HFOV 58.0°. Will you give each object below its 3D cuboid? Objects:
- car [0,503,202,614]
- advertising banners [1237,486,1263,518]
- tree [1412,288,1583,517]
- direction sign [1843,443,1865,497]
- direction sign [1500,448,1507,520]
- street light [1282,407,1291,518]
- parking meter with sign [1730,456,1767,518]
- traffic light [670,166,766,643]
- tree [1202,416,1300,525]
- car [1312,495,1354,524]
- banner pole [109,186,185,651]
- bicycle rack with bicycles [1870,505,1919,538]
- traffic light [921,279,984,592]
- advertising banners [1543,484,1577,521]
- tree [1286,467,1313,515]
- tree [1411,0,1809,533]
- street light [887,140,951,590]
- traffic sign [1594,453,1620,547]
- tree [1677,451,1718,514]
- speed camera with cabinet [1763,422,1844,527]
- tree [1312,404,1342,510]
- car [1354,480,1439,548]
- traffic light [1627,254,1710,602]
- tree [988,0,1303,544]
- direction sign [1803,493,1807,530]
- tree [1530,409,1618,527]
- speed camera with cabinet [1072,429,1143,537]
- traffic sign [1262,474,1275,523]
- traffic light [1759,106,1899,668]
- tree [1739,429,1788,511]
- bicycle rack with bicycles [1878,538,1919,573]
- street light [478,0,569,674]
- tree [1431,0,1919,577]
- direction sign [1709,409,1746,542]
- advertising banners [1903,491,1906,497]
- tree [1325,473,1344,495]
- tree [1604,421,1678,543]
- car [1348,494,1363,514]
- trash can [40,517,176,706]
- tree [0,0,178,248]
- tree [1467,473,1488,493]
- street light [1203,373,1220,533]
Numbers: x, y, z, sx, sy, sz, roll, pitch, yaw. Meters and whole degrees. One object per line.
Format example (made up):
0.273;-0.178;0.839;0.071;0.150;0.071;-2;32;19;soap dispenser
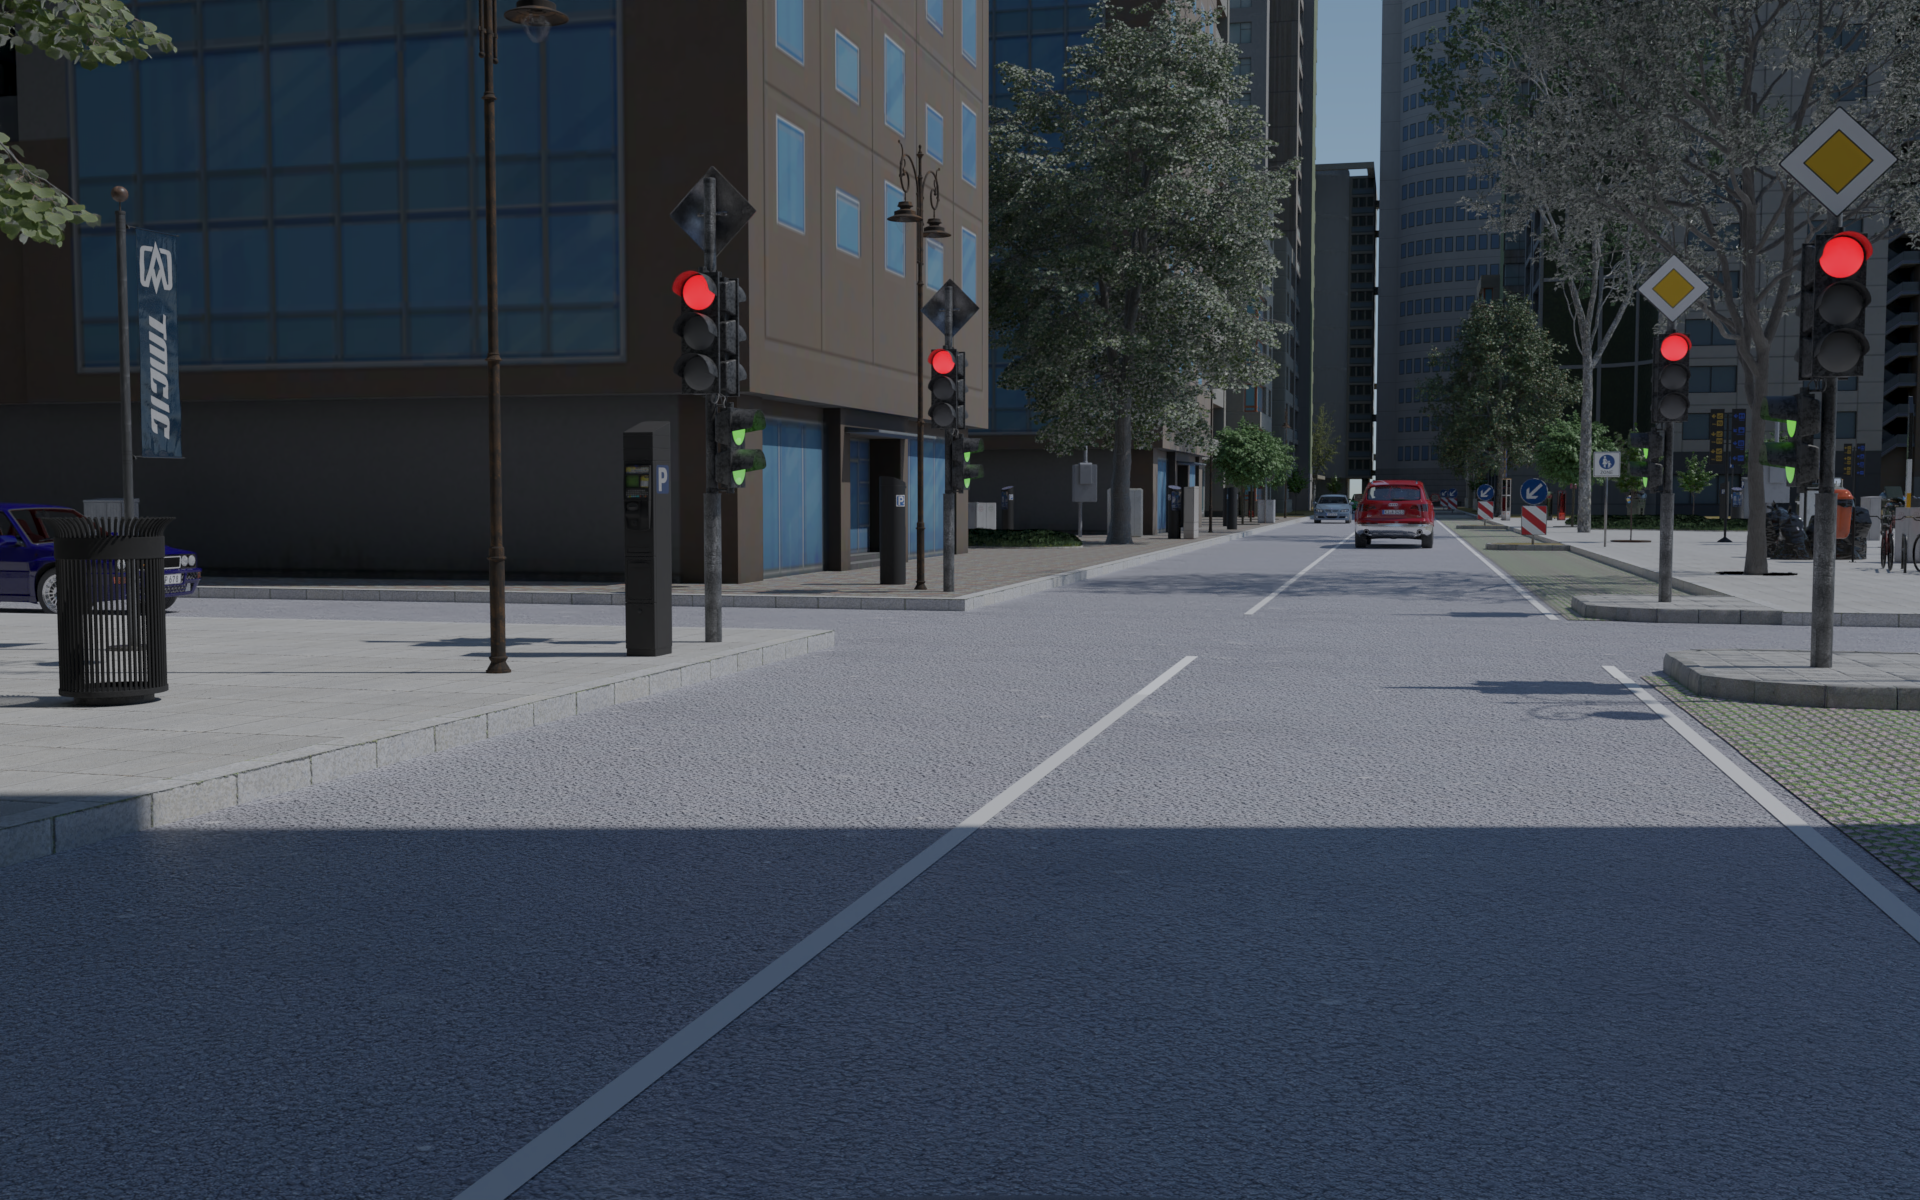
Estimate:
-11.224;-0.501;20.774;3.894;1.354;1.945;1;4;13;car
15.783;-5.974;93.866;0.090;3.025;2.074;-2;4;-35;advertising banners
30.308;-11.005;96.943;9.611;12.733;9.660;0;3;0;tree
39.962;-5.228;77.471;0.876;3.537;0.379;3;5;41;direction sign
27.077;-5.752;86.044;0.379;3.537;0.876;2;4;24;direction sign
17.317;-7.295;92.066;0.468;5.910;1.993;1;4;14;street light
36.142;-5.069;79.147;1.738;3.016;0.543;0;4;6;parking meter with sign
-2.121;-1.589;14.893;0.839;4.253;0.868;1;4;14;traffic light
11.792;-5.423;72.380;4.285;4.588;4.351;0;3;0;tree
18.466;-4.507;85.685;2.014;1.417;4.499;1;4;14;car
-6.766;-1.492;14.412;0.401;3.779;0.863;1;4;17;banner pole
28.994;-2.567;55.359;2.925;0.926;2.852;-3;5;-44;bicycle rack with bicycles
-0.132;-2.062;22.627;0.839;4.253;0.868;1;4;14;traffic light
29.174;-5.372;84.025;2.074;3.025;0.090;-1;4;-20;advertising banners
20.872;-6.938;108.045;1.663;3.219;1.824;0;3;0;tree
21.988;-12.251;56.187;12.611;20.169;13.585;0;3;0;tree
-0.529;-3.076;23.076;0.468;5.910;1.993;1;4;14;street light
15.641;-2.435;41.934;0.606;2.300;0.079;1;4;20;traffic sign
32.484;-5.029;76.820;1.663;3.219;1.824;0;3;0;tree
22.231;-3.145;45.760;2.038;3.252;0.660;1;4;11;speed camera with cabinet
29.082;-11.709;141.808;4.737;8.622;4.395;0;3;0;tree
11.931;-2.370;47.421;2.281;1.827;5.304;1;4;16;car
8.358;-1.930;20.468;0.839;4.253;0.868;1;4;14;traffic light
4.139;-8.422;44.351;9.857;13.997;8.962;0;3;0;tree
21.461;-3.176;43.930;0.379;3.537;0.876;3;4;36;direction sign
23.747;-5.094;66.997;4.285;4.588;4.351;0;3;0;tree
4.384;-3.496;51.503;2.038;3.252;0.660;0;4;-4;speed camera with cabinet
13.315;-4.610;75.474;0.768;2.556;0.104;1;4;19;traffic sign
6.369;-1.456;12.734;0.839;4.253;0.868;1;4;14;traffic light
39.580;-6.138;84.070;4.285;4.588;4.351;0;3;0;tree
16.303;-0.914;28.325;2.852;0.926;2.925;2;4;28;bicycle rack with bicycles
-3.317;-2.415;12.270;0.468;5.910;1.993;1;4;14;street light
12.586;-7.146;27.207;12.009;13.543;11.850;0;3;0;tree
20.372;-3.304;46.025;0.876;3.537;0.379;1;4;13;direction sign
42.950;-5.041;78.610;0.090;3.025;2.074;2;4;33;advertising banners
34.209;-10.025;158.505;1.663;3.219;1.824;0;3;0;tree
17.871;-3.141;45.951;1.663;3.219;1.824;0;3;0;tree
29.674;-7.282;127.854;1.959;1.807;4.718;1;4;13;car
-5.221;0.061;10.660;0.748;1.137;0.748;0;3;0;trash can
-6.041;-5.369;5.914;7.486;12.596;7.792;0;3;0;tree
38.214;-8.156;127.945;1.663;3.219;1.824;0;3;0;tree
8.302;-5.165;57.238;0.468;5.910;1.993;1;4;14;street light
